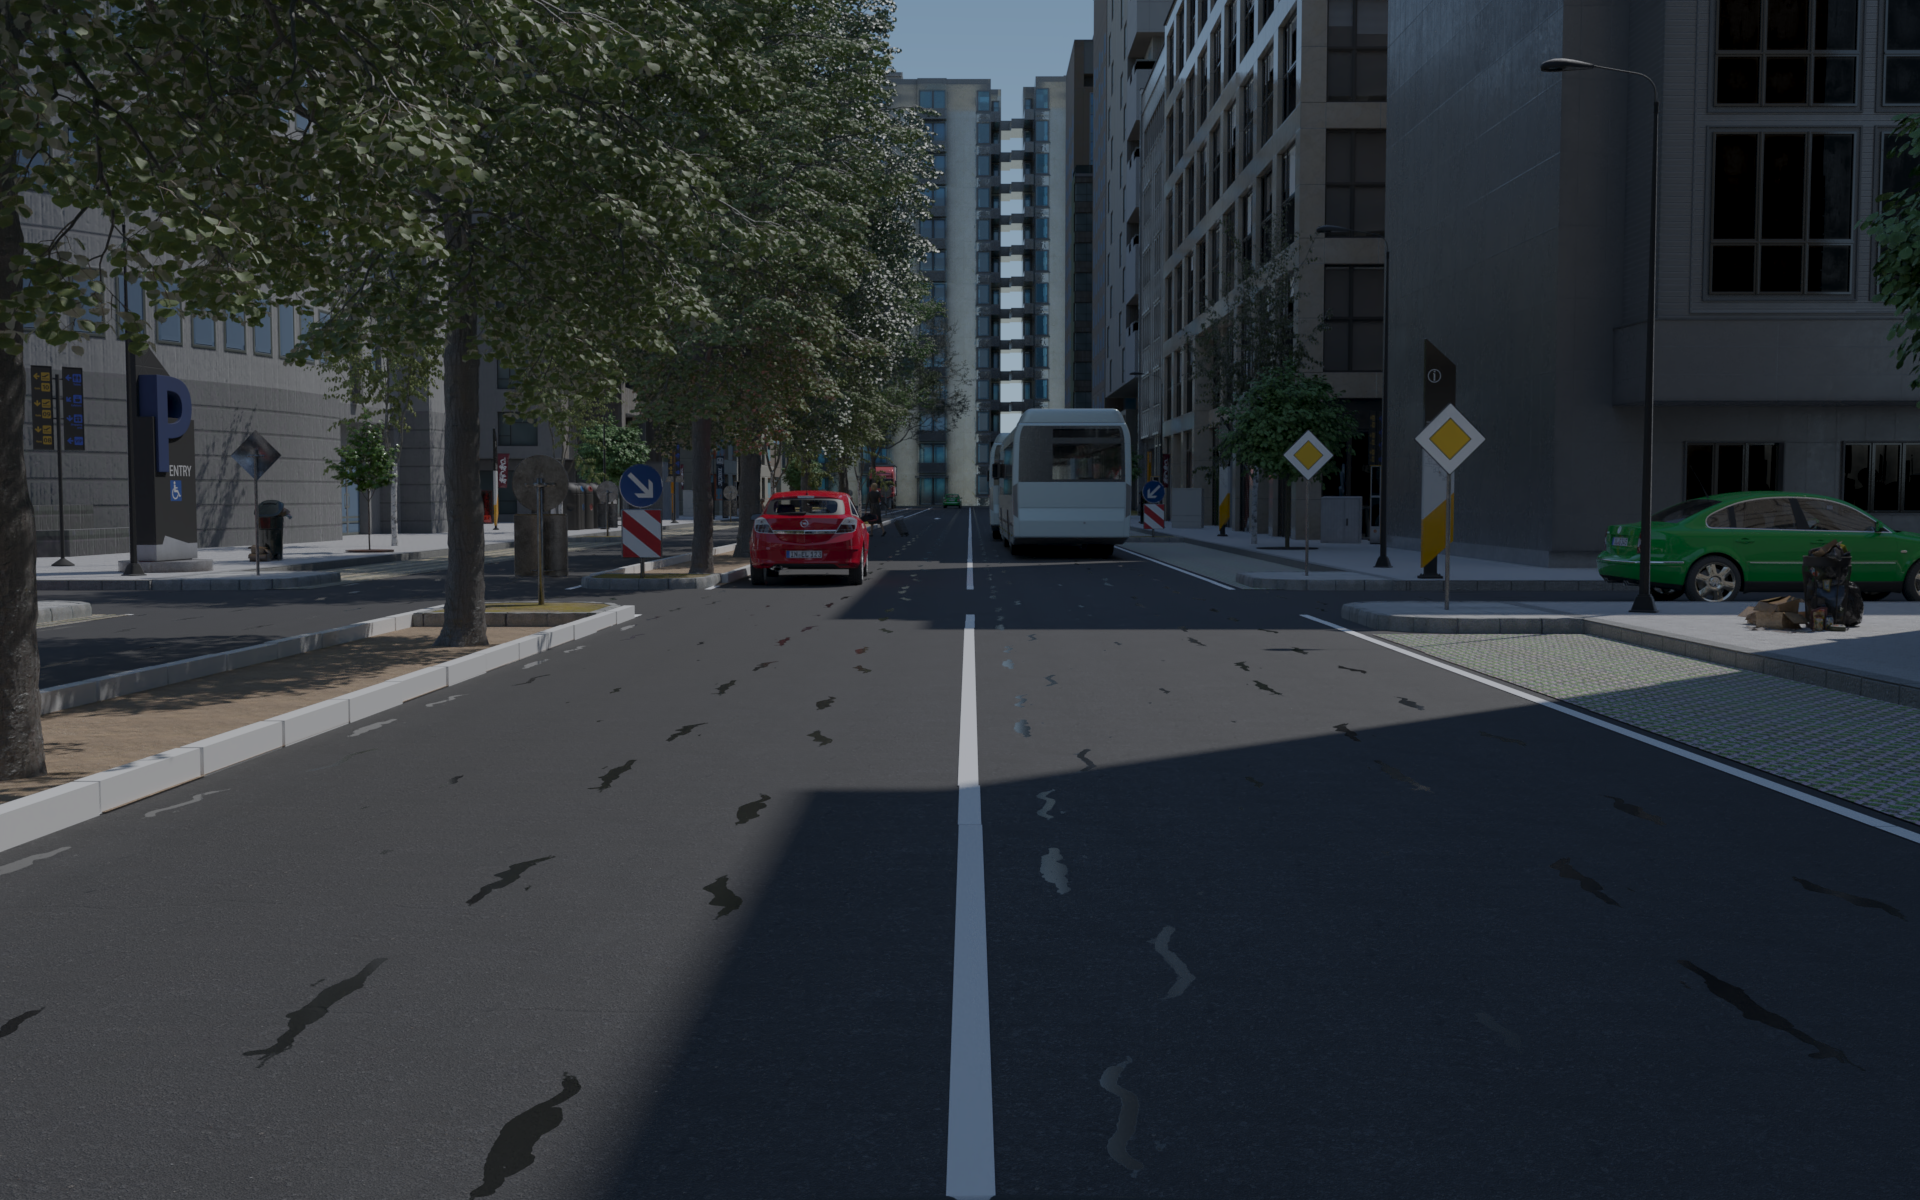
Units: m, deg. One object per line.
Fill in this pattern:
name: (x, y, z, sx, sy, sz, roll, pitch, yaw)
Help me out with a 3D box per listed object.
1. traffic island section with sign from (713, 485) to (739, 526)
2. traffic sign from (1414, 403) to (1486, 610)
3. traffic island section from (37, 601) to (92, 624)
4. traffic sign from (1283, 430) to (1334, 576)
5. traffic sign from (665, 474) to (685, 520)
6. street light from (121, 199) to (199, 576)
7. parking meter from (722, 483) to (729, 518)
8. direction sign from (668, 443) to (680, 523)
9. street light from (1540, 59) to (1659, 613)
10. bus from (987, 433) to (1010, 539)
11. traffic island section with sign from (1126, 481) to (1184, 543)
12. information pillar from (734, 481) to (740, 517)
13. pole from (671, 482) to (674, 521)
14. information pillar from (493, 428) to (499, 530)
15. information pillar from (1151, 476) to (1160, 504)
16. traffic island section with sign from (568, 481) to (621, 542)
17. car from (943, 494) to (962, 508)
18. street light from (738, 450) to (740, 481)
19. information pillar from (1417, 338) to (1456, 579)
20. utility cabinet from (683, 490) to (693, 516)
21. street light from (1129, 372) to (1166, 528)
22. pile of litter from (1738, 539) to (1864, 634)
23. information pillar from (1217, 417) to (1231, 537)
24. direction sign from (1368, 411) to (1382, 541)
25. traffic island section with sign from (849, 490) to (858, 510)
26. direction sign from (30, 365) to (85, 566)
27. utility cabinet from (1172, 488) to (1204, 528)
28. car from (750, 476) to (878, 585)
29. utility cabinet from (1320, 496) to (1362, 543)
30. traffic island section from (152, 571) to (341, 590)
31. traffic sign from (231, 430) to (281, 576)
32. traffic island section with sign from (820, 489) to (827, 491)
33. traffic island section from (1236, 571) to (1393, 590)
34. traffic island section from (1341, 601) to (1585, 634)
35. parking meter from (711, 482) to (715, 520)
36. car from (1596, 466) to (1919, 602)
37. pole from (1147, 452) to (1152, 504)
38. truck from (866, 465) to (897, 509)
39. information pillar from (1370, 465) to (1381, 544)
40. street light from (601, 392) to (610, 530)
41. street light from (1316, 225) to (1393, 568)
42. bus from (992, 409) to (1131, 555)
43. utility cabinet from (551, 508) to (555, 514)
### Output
traffic island section with sign: (-10.452, -4.299, 78.923, 1.989, 1.847, 2.006, 0, 4, 0)
traffic sign: (5.390, -0.947, 19.126, 0.795, 2.450, 0.064, 0, 4, 0)
traffic island section: (-11.127, 0.182, 19.304, 2.009, 0.180, 2.903, 0, 4, 0)
traffic sign: (5.437, -1.435, 27.111, 0.795, 2.450, 0.064, 0, 4, 0)
traffic sign: (-12.733, -4.730, 77.343, 0.884, 2.594, 0.081, 0, 4, 3)
street light: (-12.452, -3.334, 27.053, 1.470, 5.913, 1.316, 0, 4, 0)
parking meter: (-12.397, -5.248, 91.521, 0.255, 1.863, 0.399, 1, 4, 8)
direction sign: (-12.542, -5.138, 76.009, 0.379, 3.537, 0.876, -3, 5, -44)
street light: (6.895, -2.821, 18.660, 1.470, 5.913, 1.316, 0, 4, 0)
bus: (2.325, -3.893, 58.510, 2.948, 3.499, 13.247, 0, 4, 1)
traffic island section with sign: (5.604, -2.640, 51.786, 1.989, 1.847, 2.006, 0, 4, 0)
information pillar: (-12.571, -5.718, 97.977, 0.304, 2.012, 0.304, -2, 4, -25)
pole: (-13.807, -5.475, 83.357, 0.158, 3.312, 0.155, 0, 3, 0)
information pillar: (-16.590, -4.312, 61.852, 0.183, 3.616, 0.504, 0, 4, -7)
information pillar: (8.060, -4.104, 71.588, 0.304, 2.012, 0.304, -1, 4, -9)
traffic island section with sign: (-10.613, -2.646, 51.890, 1.989, 1.847, 2.006, 0, 4, 0)
car: (-0.739, -10.082, 173.638, 1.959, 1.807, 4.718, 0, 4, 2)
street light: (-12.100, -7.741, 99.105, 1.470, 5.913, 1.316, 0, 4, 0)
information pillar: (7.216, -2.130, 26.173, 0.504, 3.616, 0.183, 0, 4, -4)
utility cabinet: (-15.286, -5.481, 98.296, 0.318, 1.500, 1.173, -3, 5, -40)
street light: (7.136, -5.714, 65.972, 1.470, 5.913, 1.316, 0, 4, 0)
pile of litter: (8.075, -0.167, 16.696, 1.719, 0.858, 1.176, -3, 4, -36)
information pillar: (7.987, -3.726, 52.280, 0.183, 3.616, 0.504, -1, 4, -23)
direction sign: (11.371, -3.386, 47.363, 0.379, 3.537, 0.876, 3, 5, 40)
traffic island section with sign: (-9.999, -9.086, 157.190, 1.989, 1.847, 2.006, 0, 4, 0)
direction sign: (-15.994, -2.372, 30.774, 0.379, 3.537, 0.876, 3, 5, 40)
utility cabinet: (8.530, -3.433, 64.812, 1.173, 1.500, 0.318, 2, 4, 27)
car: (-2.454, -1.208, 28.790, 2.155, 1.783, 4.494, 0, 4, -2)
utility cabinet: (9.957, -2.085, 45.245, 1.020, 1.237, 0.306, 2, 4, 28)
traffic island section: (-11.080, -0.306, 27.289, 2.009, 0.180, 2.903, 0, 4, 0)
traffic sign: (-11.057, -1.442, 27.227, 0.795, 2.450, 0.064, 0, 4, 0)
traffic island section with sign: (-10.157, -7.368, 129.102, 1.989, 1.847, 2.006, 0, 4, 0)
traffic island section: (5.461, -0.300, 27.188, 2.009, 0.180, 2.903, 0, 4, 0)
traffic island section: (5.414, 0.188, 19.203, 2.009, 0.180, 2.903, 0, 4, 0)
parking meter: (-12.447, -4.935, 86.405, 0.399, 1.863, 0.255, 3, 5, 43)
car: (10.784, -0.834, 22.436, 4.718, 1.807, 1.959, 0, 4, 1)
pole: (9.096, -5.468, 83.251, 0.158, 3.312, 0.155, 0, 3, 0)
truck: (-7.470, -10.955, 168.024, 2.839, 4.237, 11.283, 0, 4, -1)
information pillar: (10.672, -2.429, 44.205, 0.304, 2.012, 0.304, 3, 5, 40)
street light: (-12.330, -5.513, 62.681, 1.470, 5.913, 1.316, 0, 4, 0)
street light: (6.858, -3.521, 30.114, 1.470, 5.913, 1.316, 0, 4, 0)
bus: (2.397, -3.003, 43.963, 2.948, 3.499, 13.247, 0, 4, 0)
utility cabinet: (-16.883, -3.811, 73.473, 0.306, 1.237, 1.020, 3, 5, 41)
